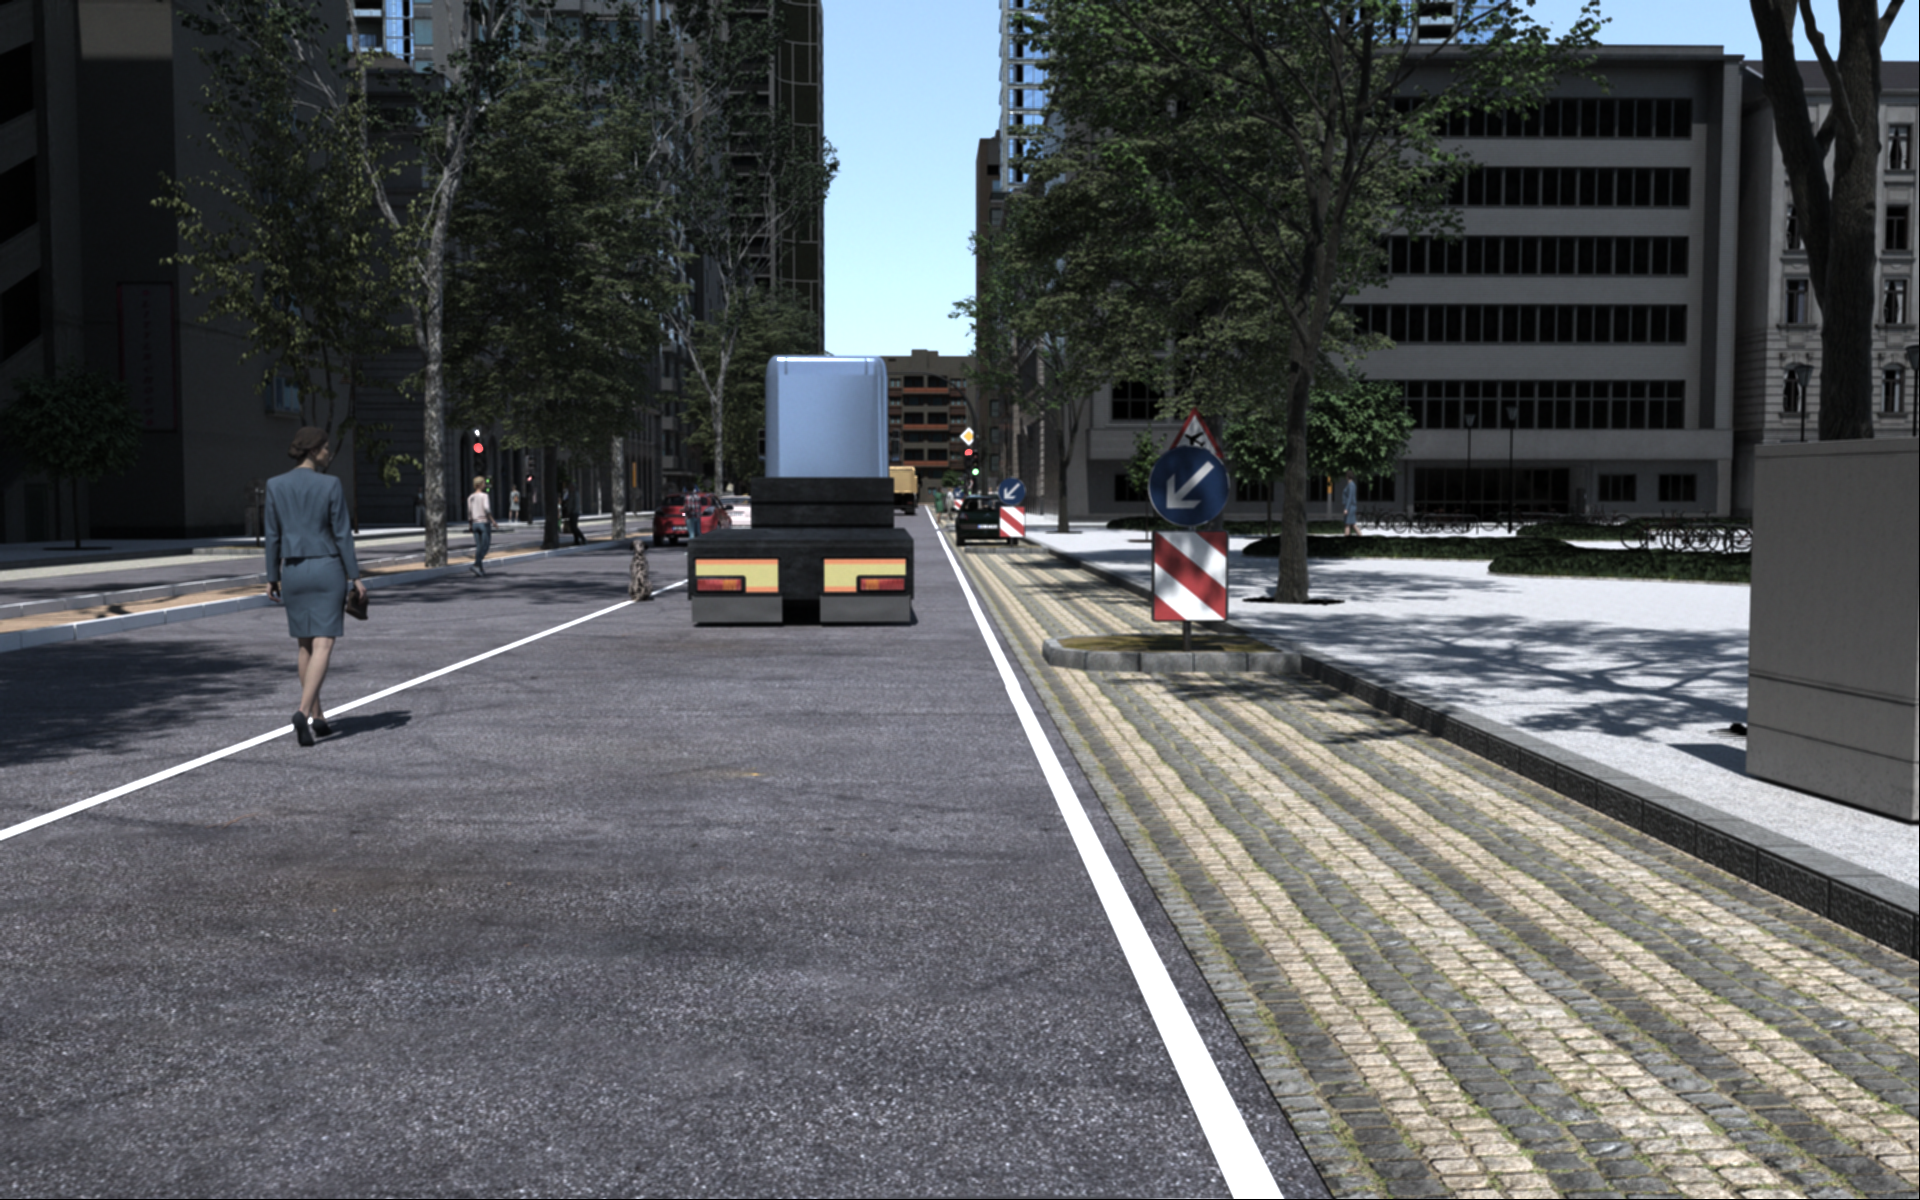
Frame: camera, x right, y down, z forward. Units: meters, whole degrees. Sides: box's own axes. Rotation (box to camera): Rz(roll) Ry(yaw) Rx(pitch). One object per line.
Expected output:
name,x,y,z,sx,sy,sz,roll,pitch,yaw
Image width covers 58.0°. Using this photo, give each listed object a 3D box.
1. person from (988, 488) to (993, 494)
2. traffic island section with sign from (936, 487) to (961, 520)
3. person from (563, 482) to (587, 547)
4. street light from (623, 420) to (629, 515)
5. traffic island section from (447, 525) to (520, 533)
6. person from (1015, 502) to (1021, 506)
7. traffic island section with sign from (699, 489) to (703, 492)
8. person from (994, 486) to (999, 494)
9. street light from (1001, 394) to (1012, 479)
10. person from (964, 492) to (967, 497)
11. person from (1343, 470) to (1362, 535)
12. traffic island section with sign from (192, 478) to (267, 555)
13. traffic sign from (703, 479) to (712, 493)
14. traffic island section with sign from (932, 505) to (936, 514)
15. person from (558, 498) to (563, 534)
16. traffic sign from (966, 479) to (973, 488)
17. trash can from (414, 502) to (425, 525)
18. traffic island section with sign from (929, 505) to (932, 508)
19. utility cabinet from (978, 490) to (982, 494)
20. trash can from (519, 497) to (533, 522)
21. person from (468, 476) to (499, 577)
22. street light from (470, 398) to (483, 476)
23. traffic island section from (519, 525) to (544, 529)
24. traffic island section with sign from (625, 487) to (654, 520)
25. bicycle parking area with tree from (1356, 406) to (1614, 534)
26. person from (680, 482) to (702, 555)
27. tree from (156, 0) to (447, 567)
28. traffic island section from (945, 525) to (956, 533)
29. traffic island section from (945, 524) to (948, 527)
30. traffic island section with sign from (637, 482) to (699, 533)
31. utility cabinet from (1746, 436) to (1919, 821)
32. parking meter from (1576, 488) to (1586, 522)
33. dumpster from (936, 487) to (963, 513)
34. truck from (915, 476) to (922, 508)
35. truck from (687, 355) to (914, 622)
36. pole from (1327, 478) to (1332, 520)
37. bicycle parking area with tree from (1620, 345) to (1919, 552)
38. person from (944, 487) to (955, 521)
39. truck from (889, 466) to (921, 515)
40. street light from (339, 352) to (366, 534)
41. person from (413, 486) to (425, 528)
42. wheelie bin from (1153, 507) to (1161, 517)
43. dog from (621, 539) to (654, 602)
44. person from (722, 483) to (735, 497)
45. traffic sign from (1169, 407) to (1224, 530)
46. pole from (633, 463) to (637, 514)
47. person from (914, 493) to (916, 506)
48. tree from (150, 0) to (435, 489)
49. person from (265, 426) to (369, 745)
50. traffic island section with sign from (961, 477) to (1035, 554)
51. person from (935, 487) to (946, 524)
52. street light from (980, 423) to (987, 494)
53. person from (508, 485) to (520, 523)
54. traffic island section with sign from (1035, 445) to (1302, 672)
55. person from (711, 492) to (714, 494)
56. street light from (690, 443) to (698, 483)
person,2.128,-7.014,121.387,0.731,1.740,0.598,2,4,34
traffic island section with sign,-0.177,-5.426,97.335,1.989,1.847,2.006,0,4,-1
person,-10.379,-2.303,46.646,0.515,1.767,0.782,-2,4,-30
street light,-20.646,-8.171,106.388,0.468,5.910,1.993,0,4,-1
traffic island section,-17.761,-2.567,64.251,2.009,0.180,2.903,0,4,-1
person,3.424,-5.710,103.677,0.475,1.303,0.640,-2,4,-30
traffic island section with sign,-18.815,-7.092,124.575,1.989,1.847,2.006,0,4,-1
person,1.932,-4.969,88.296,0.512,1.701,0.522,0,4,-8
street light,2.130,-6.547,79.833,0.468,5.910,1.993,0,4,-1
person,0.669,-11.516,195.806,0.415,1.643,0.593,-1,4,-8
person,8.879,-2.028,39.227,0.654,1.822,0.581,3,4,37
traffic island section with sign,-16.905,-1.996,41.262,1.989,1.847,2.006,0,4,-1
traffic sign,-21.373,-8.962,146.627,0.768,2.556,0.104,0,4,0
traffic island section with sign,-0.791,-7.074,124.283,1.989,1.847,2.006,0,4,-1
person,-14.250,-2.973,61.354,0.306,1.304,0.590,2,4,32
traffic sign,0.761,-8.633,141.251,0.768,2.556,0.104,0,4,8
trash can,-22.179,-3.651,71.353,0.748,1.137,0.748,0,3,0
traffic island section with sign,-2.595,-11.850,202.373,1.989,1.847,2.006,0,4,-1
utility cabinet,1.162,-5.995,106.695,0.318,1.500,1.173,0,4,3
trash can,-19.939,-4.152,79.539,0.748,1.137,0.748,0,3,0
person,-8.351,-1.284,30.172,0.731,1.740,0.598,1,4,18
street light,-19.983,-6.088,72.324,0.468,5.910,1.993,0,4,-1
traffic island section,-17.945,-3.055,72.234,2.009,0.180,2.903,0,4,-1
traffic island section with sign,-18.198,-5.411,97.098,1.989,1.847,2.006,0,4,-1
bicycle parking area with tree,17.843,-4.402,58.969,9.016,4.147,8.231,1,4,15
person,-6.230,-1.910,40.560,0.643,1.720,0.563,2,4,29
tree,-11.469,-10.747,34.066,12.611,20.169,13.585,0,3,0
traffic island section,0.576,-2.592,64.667,2.009,0.180,2.903,0,4,-1
traffic island section,0.392,-3.081,72.650,2.009,0.180,2.903,0,4,-1
traffic island section with sign,-10.920,-3.456,64.642,2.006,1.907,1.989,0,4,-1
utility cabinet,3.773,0.088,7.238,0.318,1.500,1.173,0,4,-6
parking meter,25.888,-3.904,72.238,0.372,1.533,0.369,0,3,0
dumpster,-0.677,-6.383,112.569,1.865,1.857,1.264,0,4,-2
truck,-5.746,-11.450,183.125,3.469,3.379,9.791,0,4,-1
truck,-2.248,-2.329,27.841,2.967,4.110,18.799,0,4,-3
pole,14.002,-4.386,65.561,0.158,3.312,0.155,0,3,0
bicycle parking area with tree,18.766,-2.998,36.024,9.016,4.147,8.231,1,4,17
person,-0.569,-5.121,92.454,0.641,1.798,0.478,-1,4,-17
truck,-4.398,-7.578,119.822,3.469,3.379,9.791,0,4,-2
street light,-19.583,-5.090,56.009,0.468,5.910,1.993,0,4,-1
person,-21.802,-3.726,69.971,0.519,1.759,0.362,-2,4,-34
wheelie bin,8.378,-3.933,72.206,0.693,1.594,0.980,0,4,-6
dog,-4.386,-0.391,23.223,0.513,0.831,0.800,2,4,27
person,-7.956,-3.135,59.948,0.537,1.800,0.526,2,4,30
traffic sign,3.487,-1.579,25.819,0.884,2.594,0.081,0,4,1
pole,-21.023,-7.220,111.889,0.158,3.312,0.155,0,3,0
person,-3.888,-8.243,143.500,0.478,1.798,0.641,0,4,6
tree,-9.630,-4.458,25.701,4.737,8.622,4.395,0,3,0
person,-3.778,-0.091,10.014,0.581,1.822,0.654,1,4,13
traffic island section with sign,1.109,-2.042,42.015,1.989,1.847,2.006,0,4,-1
person,-1.018,-4.600,83.954,0.600,1.795,0.529,2,4,29
street light,1.517,-8.591,113.255,0.468,5.910,1.993,0,4,-1
person,-20.021,-4.332,77.868,0.512,1.701,0.522,-3,5,-41
traffic island section with sign,1.726,-0.375,14.763,1.989,1.847,2.006,0,4,-1
person,-24.016,-9.925,168.299,1.348,1.826,0.705,-3,5,-43
street light,-21.487,-10.215,139.804,0.468,5.910,1.993,0,4,-1
